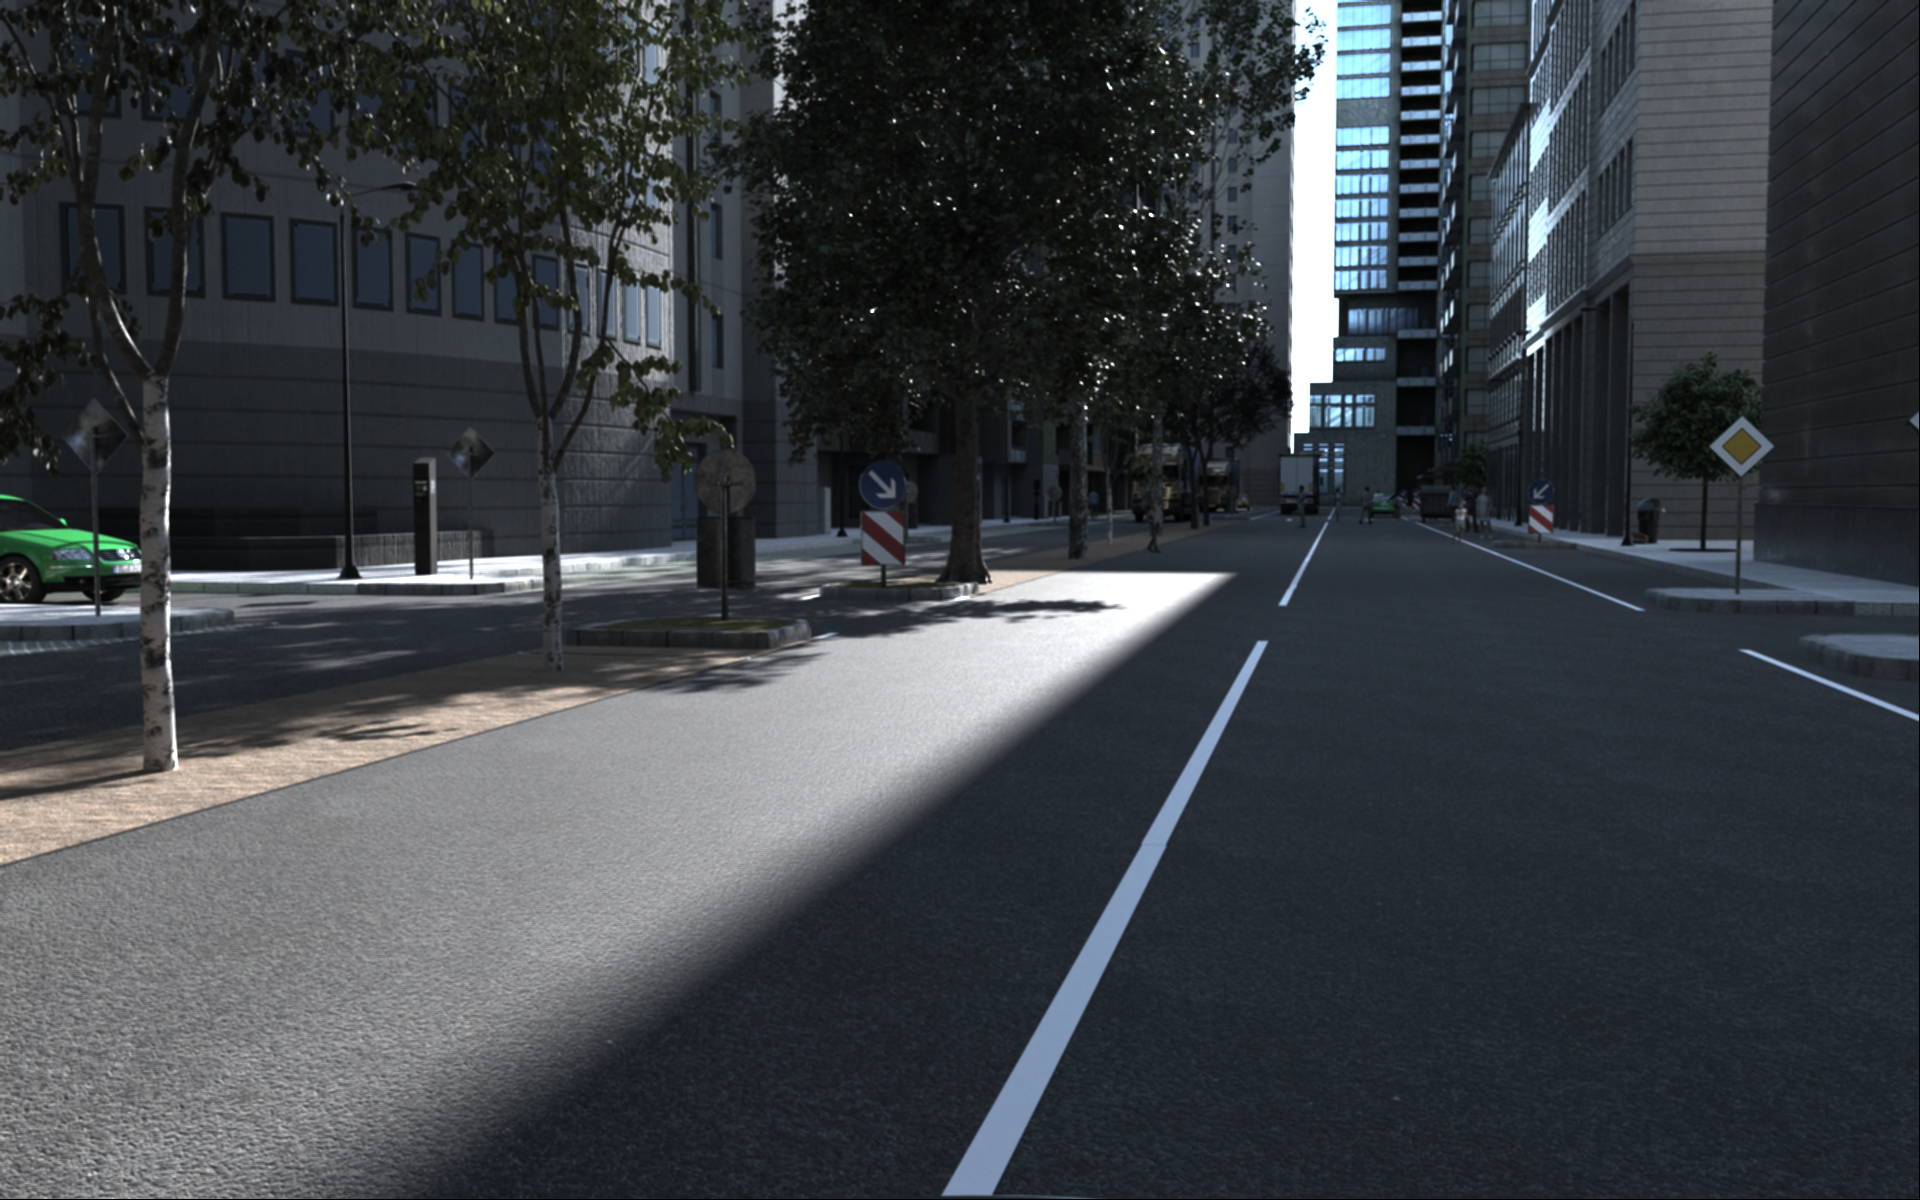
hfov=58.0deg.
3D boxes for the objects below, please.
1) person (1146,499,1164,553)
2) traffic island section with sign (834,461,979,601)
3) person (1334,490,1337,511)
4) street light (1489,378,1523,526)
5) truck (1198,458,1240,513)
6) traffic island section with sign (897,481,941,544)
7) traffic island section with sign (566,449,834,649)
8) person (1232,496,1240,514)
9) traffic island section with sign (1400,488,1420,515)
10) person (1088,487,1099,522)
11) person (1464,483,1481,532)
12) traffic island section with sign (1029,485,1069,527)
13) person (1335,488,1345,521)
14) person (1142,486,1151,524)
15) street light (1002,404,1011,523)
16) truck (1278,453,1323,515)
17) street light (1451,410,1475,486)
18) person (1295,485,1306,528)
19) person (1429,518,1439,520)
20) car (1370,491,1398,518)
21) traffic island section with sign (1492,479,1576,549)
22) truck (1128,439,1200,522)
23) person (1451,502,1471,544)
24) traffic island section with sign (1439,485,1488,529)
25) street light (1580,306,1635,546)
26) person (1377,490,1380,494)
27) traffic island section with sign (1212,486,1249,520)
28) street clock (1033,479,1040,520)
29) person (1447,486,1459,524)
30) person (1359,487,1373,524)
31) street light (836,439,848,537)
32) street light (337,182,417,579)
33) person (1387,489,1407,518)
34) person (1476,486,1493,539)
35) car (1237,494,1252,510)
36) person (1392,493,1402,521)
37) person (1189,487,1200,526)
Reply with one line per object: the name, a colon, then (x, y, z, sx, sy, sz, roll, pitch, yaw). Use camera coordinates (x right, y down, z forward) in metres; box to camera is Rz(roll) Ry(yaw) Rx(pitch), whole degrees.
person: (4.798, -1.820, 42.528, 0.475, 1.303, 0.640, -2, 4, -32)
traffic island section with sign: (-0.913, -0.984, 24.226, 2.006, 1.907, 1.989, 1, 4, 12)
person: (32.210, -8.554, 148.350, 0.705, 1.826, 1.348, 0, 4, 4)
street light: (21.911, -5.934, 69.557, 1.470, 5.913, 1.316, 1, 4, 12)
truck: (20.492, -9.087, 137.485, 2.839, 4.237, 11.283, 1, 4, 14)
traffic island section with sign: (-1.626, -2.555, 50.403, 1.989, 1.847, 2.006, 1, 4, 12)
traffic island section with sign: (-2.519, -0.542, 16.994, 2.006, 1.907, 1.989, 1, 4, 12)
person: (19.940, -7.092, 125.369, 0.530, 1.710, 0.541, 0, 4, -8)
traffic island section with sign: (31.924, -6.906, 121.546, 1.989, 1.847, 2.006, 1, 4, 12)
person: (6.917, -4.936, 89.547, 0.601, 1.785, 0.444, 0, 4, -5)
person: (19.287, -3.481, 65.224, 0.655, 1.846, 0.447, 0, 4, 0)
traffic island section with sign: (4.191, -4.165, 76.725, 1.989, 1.847, 2.006, 1, 4, 12)
person: (19.985, -5.016, 91.076, 0.524, 1.755, 0.480, 1, 4, 13)
person: (8.988, -4.573, 83.449, 0.537, 1.800, 0.526, -1, 4, -19)
street light: (2.619, -6.411, 77.359, 1.470, 5.913, 1.316, 1, 4, 12)
truck: (24.455, -8.288, 124.418, 2.839, 4.237, 11.283, 1, 4, 14)
street light: (27.646, -7.498, 95.127, 1.470, 5.913, 1.316, 1, 4, 12)
person: (14.576, -4.008, 74.211, 0.466, 1.800, 0.511, -1, 4, -10)
person: (26.106, -5.329, 95.731, 0.391, 1.810, 0.635, -3, 5, -41)
car: (26.134, -5.995, 106.806, 1.959, 1.807, 4.718, 1, 4, 12)
traffic island section with sign: (15.290, -2.298, 46.198, 1.989, 1.847, 2.006, 1, 4, 12)
truck: (10.850, -6.237, 90.887, 2.839, 4.237, 11.283, 1, 4, 13)
person: (14.356, -2.208, 49.617, 0.505, 1.210, 0.382, 0, 4, 4)
traffic island section with sign: (21.105, -3.908, 72.521, 1.989, 1.847, 2.006, 1, 4, 12)
street light: (16.031, -4.303, 42.902, 1.470, 5.913, 1.316, 1, 4, 12)
person: (31.448, -7.381, 130.096, 0.541, 1.710, 0.530, -3, 5, -44)
traffic island section with sign: (15.278, -5.472, 97.606, 2.006, 1.907, 1.989, 1, 4, 12)
street clock: (3.798, -4.971, 85.849, 0.358, 2.002, 0.471, -1, 4, -10)
person: (22.992, -4.406, 80.559, 0.660, 1.820, 0.620, -3, 4, -39)
person: (19.492, -4.551, 83.180, 0.850, 1.792, 0.678, -3, 4, -39)
street light: (-3.021, -4.846, 51.779, 1.470, 5.913, 1.316, 1, 4, 12)
street light: (-8.761, -3.273, 26.058, 1.470, 5.913, 1.316, 1, 4, 12)
person: (26.118, -5.763, 103.547, 1.217, 1.723, 0.721, 0, 4, -5)
person: (16.851, -2.822, 55.640, 0.512, 1.701, 0.522, 1, 4, 15)
car: (25.045, -8.843, 154.813, 2.015, 1.641, 3.980, 1, 4, 10)
person: (23.487, -5.014, 93.068, 0.503, 1.515, 0.523, 0, 4, -6)
person: (10.422, -4.138, 76.710, 0.519, 1.759, 0.362, -3, 4, -37)
